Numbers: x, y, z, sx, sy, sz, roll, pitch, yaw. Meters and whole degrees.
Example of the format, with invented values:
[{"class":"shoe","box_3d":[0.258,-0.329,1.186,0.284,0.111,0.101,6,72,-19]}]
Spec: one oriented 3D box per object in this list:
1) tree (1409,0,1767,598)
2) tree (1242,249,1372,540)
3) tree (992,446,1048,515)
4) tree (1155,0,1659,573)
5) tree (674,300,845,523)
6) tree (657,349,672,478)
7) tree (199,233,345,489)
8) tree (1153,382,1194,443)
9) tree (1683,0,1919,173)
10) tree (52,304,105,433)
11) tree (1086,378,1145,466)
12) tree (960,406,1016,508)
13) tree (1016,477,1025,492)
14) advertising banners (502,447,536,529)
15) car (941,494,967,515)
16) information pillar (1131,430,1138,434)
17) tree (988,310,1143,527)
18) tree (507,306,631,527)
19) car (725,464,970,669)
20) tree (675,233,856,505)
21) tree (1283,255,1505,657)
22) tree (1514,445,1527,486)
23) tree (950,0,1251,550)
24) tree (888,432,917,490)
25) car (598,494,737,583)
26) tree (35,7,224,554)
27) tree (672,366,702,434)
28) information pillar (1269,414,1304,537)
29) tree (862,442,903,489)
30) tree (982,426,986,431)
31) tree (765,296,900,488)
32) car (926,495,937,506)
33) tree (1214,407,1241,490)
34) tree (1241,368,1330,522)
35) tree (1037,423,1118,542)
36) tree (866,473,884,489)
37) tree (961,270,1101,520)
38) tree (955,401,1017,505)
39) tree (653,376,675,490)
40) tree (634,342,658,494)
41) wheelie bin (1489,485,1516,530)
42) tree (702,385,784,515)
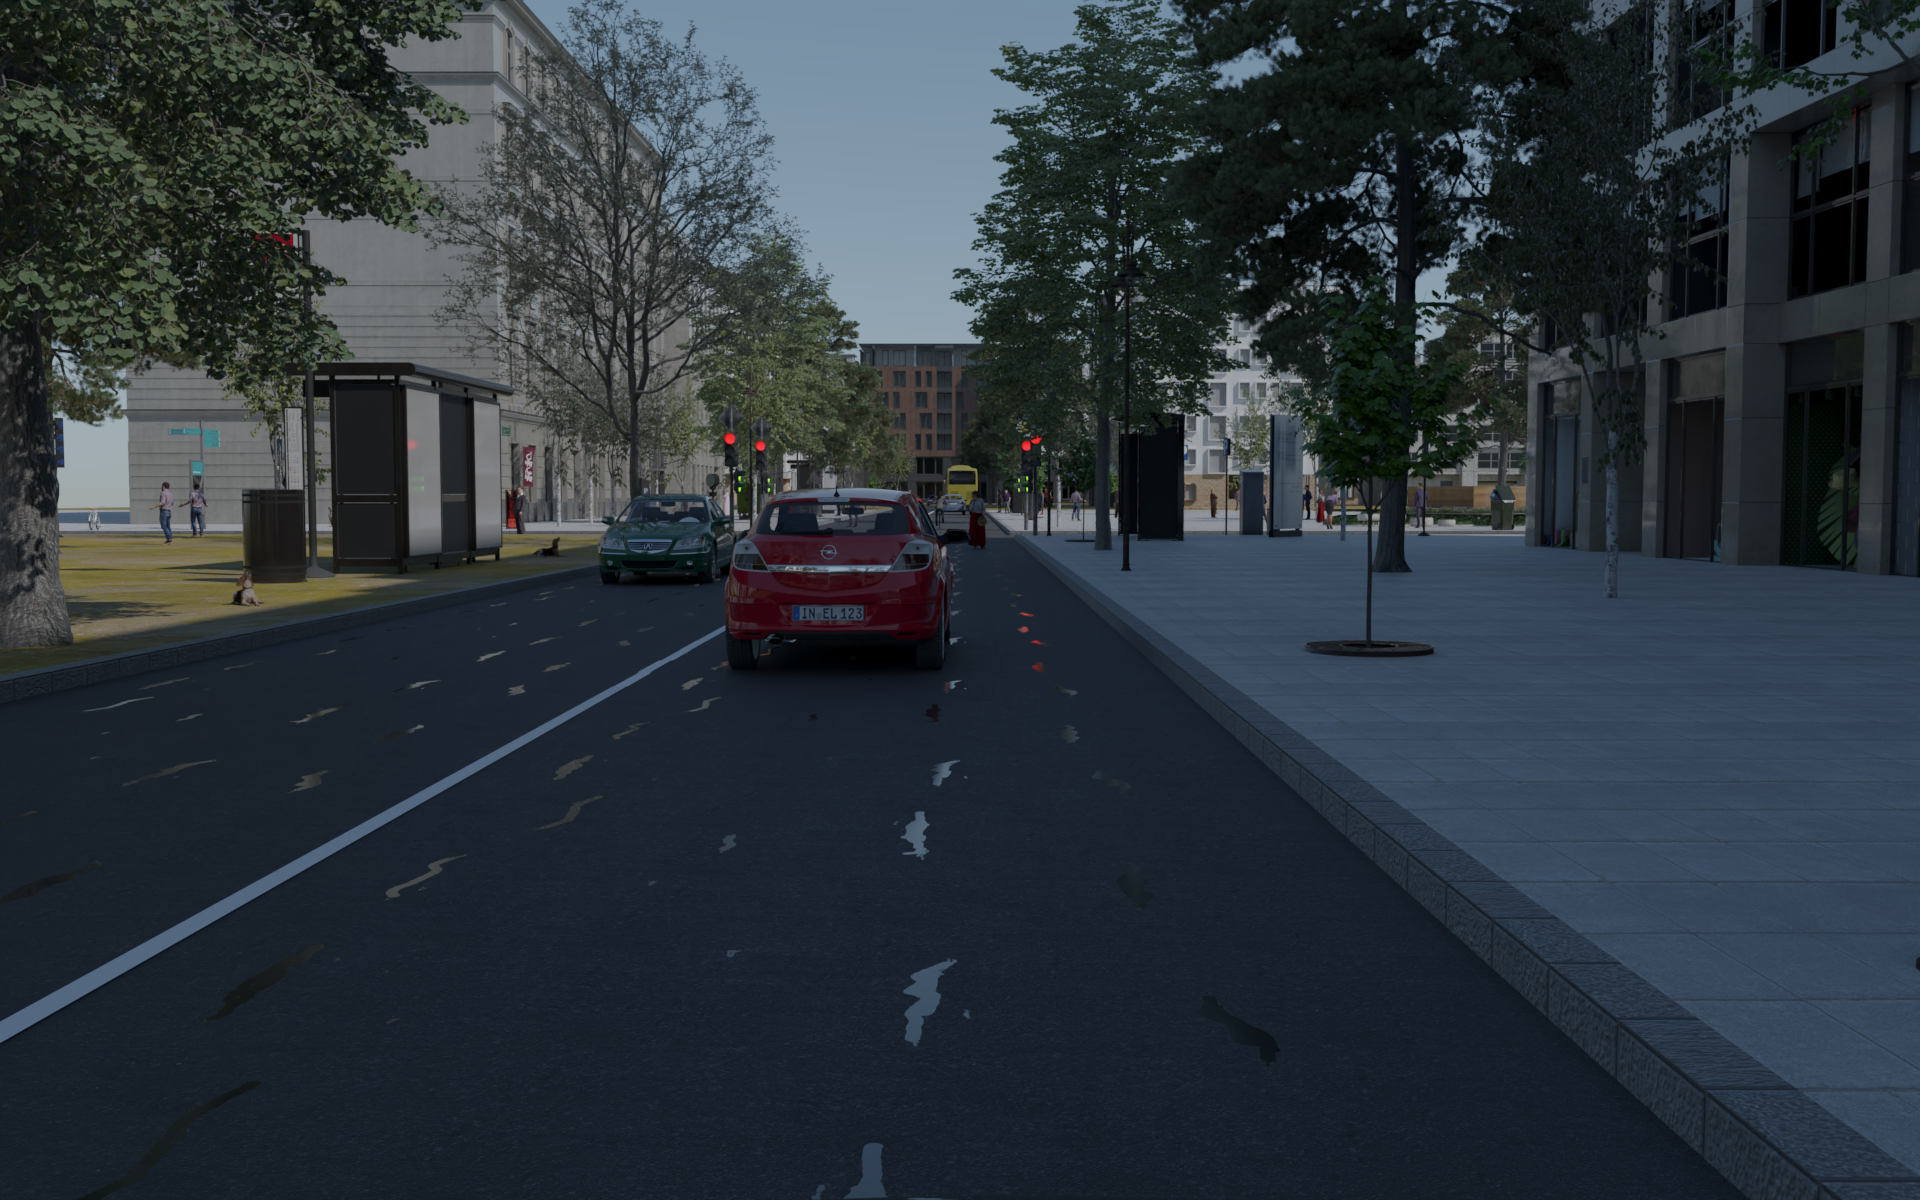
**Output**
[{"class":"tree","box_3d":[7.805,-4.327,21.116,4.360,8.622,3.978,0,3,0]},{"class":"tree","box_3d":[10.417,-5.963,47.864,4.360,8.622,3.978,0,3,0]},{"class":"tree","box_3d":[3.646,-7.376,104.317,4.285,4.588,4.351,0,3,0]},{"class":"tree","box_3d":[7.306,-7.371,27.943,7.806,13.903,7.818,0,3,0]},{"class":"tree","box_3d":[-7.723,-7.106,66.548,4.737,8.622,4.395,0,3,0]},{"class":"tree","box_3d":[-15.865,-7.941,80.201,4.360,8.622,3.978,0,3,0]},{"class":"tree","box_3d":[-19.120,-6.001,48.487,4.737,8.622,4.395,0,3,0]},{"class":"tree","box_3d":[12.999,-9.731,109.467,4.360,8.622,3.978,0,3,0]},{"class":"tree","box_3d":[8.957,-5.408,14.177,9.928,11.665,9.643,0,3,0]},{"class":"tree","box_3d":[-26.402,-7.564,45.728,6.751,12.117,7.091,0,3,0]},{"class":"tree","box_3d":[11.992,-11.827,127.784,8.767,10.594,7.601,3,4,37]},{"class":"tree","box_3d":[4.041,-15.314,184.801,8.767,10.594,7.601,0,4,6]},{"class":"tree","box_3d":[3.990,-6.033,93.245,1.663,3.219,1.824,0,3,0]},{"class":"advertising banners","box_3d":[-16.484,-4.119,63.530,2.074,3.025,0.090,-3,5,-41]},{"class":"car","box_3d":[-0.478,-6.646,120.656,2.014,1.417,4.499,0,4,0]},{"class":"information pillar","box_3d":[6.111,-4.313,61.866,0.504,3.616,0.183,-1,4,-13]},{"class":"tree","box_3d":[4.021,-7.113,66.661,4.360,8.622,3.978,0,3,0]},{"class":"tree","box_3d":[-15.554,-7.193,67.966,4.360,8.622,3.978,0,3,0]},{"class":"car","box_3d":[-0.988,-0.404,15.639,2.155,1.783,4.494,0,4,1]},{"class":"tree","box_3d":[-8.408,-9.604,75.147,7.486,12.596,7.792,0,3,0]},{"class":"tree","box_3d":[3.223,-1.182,13.931,1.663,3.219,1.824,0,3,0]},{"class":"tree","box_3d":[51.493,-10.096,127.967,20.602,7.101,11.467,1,4,21]},{"class":"tree","box_3d":[3.619,-7.408,39.252,7.486,12.596,7.792,0,3,0]},{"class":"tree","box_3d":[-7.235,-15.356,201.430,4.737,8.622,4.395,0,3,0]},{"class":"car","box_3d":[-4.887,-1.075,29.381,2.131,1.459,4.920,0,4,-1]},{"class":"tree","box_3d":[-19.287,-7.906,36.681,7.806,13.903,7.818,0,3,0]},{"class":"tree","box_3d":[-15.521,-8.363,87.105,4.360,8.622,3.978,0,3,0]},{"class":"information pillar","box_3d":[9.746,-3.695,51.726,0.184,3.620,1.656,3,5,42]},{"class":"tree","box_3d":[-8.046,-13.459,170.420,4.360,8.622,3.978,0,3,0]},{"class":"tree","box_3d":[3.912,-13.688,174.159,4.360,8.622,3.978,0,3,0]},{"class":"tree","box_3d":[-7.825,-10.631,95.873,6.751,12.117,7.091,0,3,0]},{"class":"car","box_3d":[-3.147,-12.182,211.759,1.945,1.354,3.894,0,4,1]},{"class":"tree","box_3d":[19.188,-10.072,115.038,4.737,8.622,4.395,0,3,0]},{"class":"tree","box_3d":[16.394,-7.932,80.054,4.737,8.622,4.395,0,3,0]},{"class":"tree","box_3d":[3.189,-3.175,46.516,1.663,3.219,1.824,0,3,0]},{"class":"tree","box_3d":[-7.561,-9.402,148.317,1.663,3.219,1.824,0,3,0]},{"class":"tree","box_3d":[3.604,-9.943,84.623,6.751,12.117,7.091,0,3,0]},{"class":"tree","box_3d":[3.472,-18.600,211.527,7.806,13.903,7.818,0,3,0]},{"class":"tree","box_3d":[-16.560,-9.344,103.138,4.737,8.622,4.395,0,3,0]},{"class":"tree","box_3d":[-15.613,-7.571,74.156,4.360,8.622,3.978,0,3,0]},{"class":"wheelie bin","box_3d":[19.224,-3.277,61.490,0.980,1.594,0.693,-2,4,-24]},{"class":"tree","box_3d":[-14.109,-9.656,108.242,4.360,8.622,3.978,0,3,0]}]
